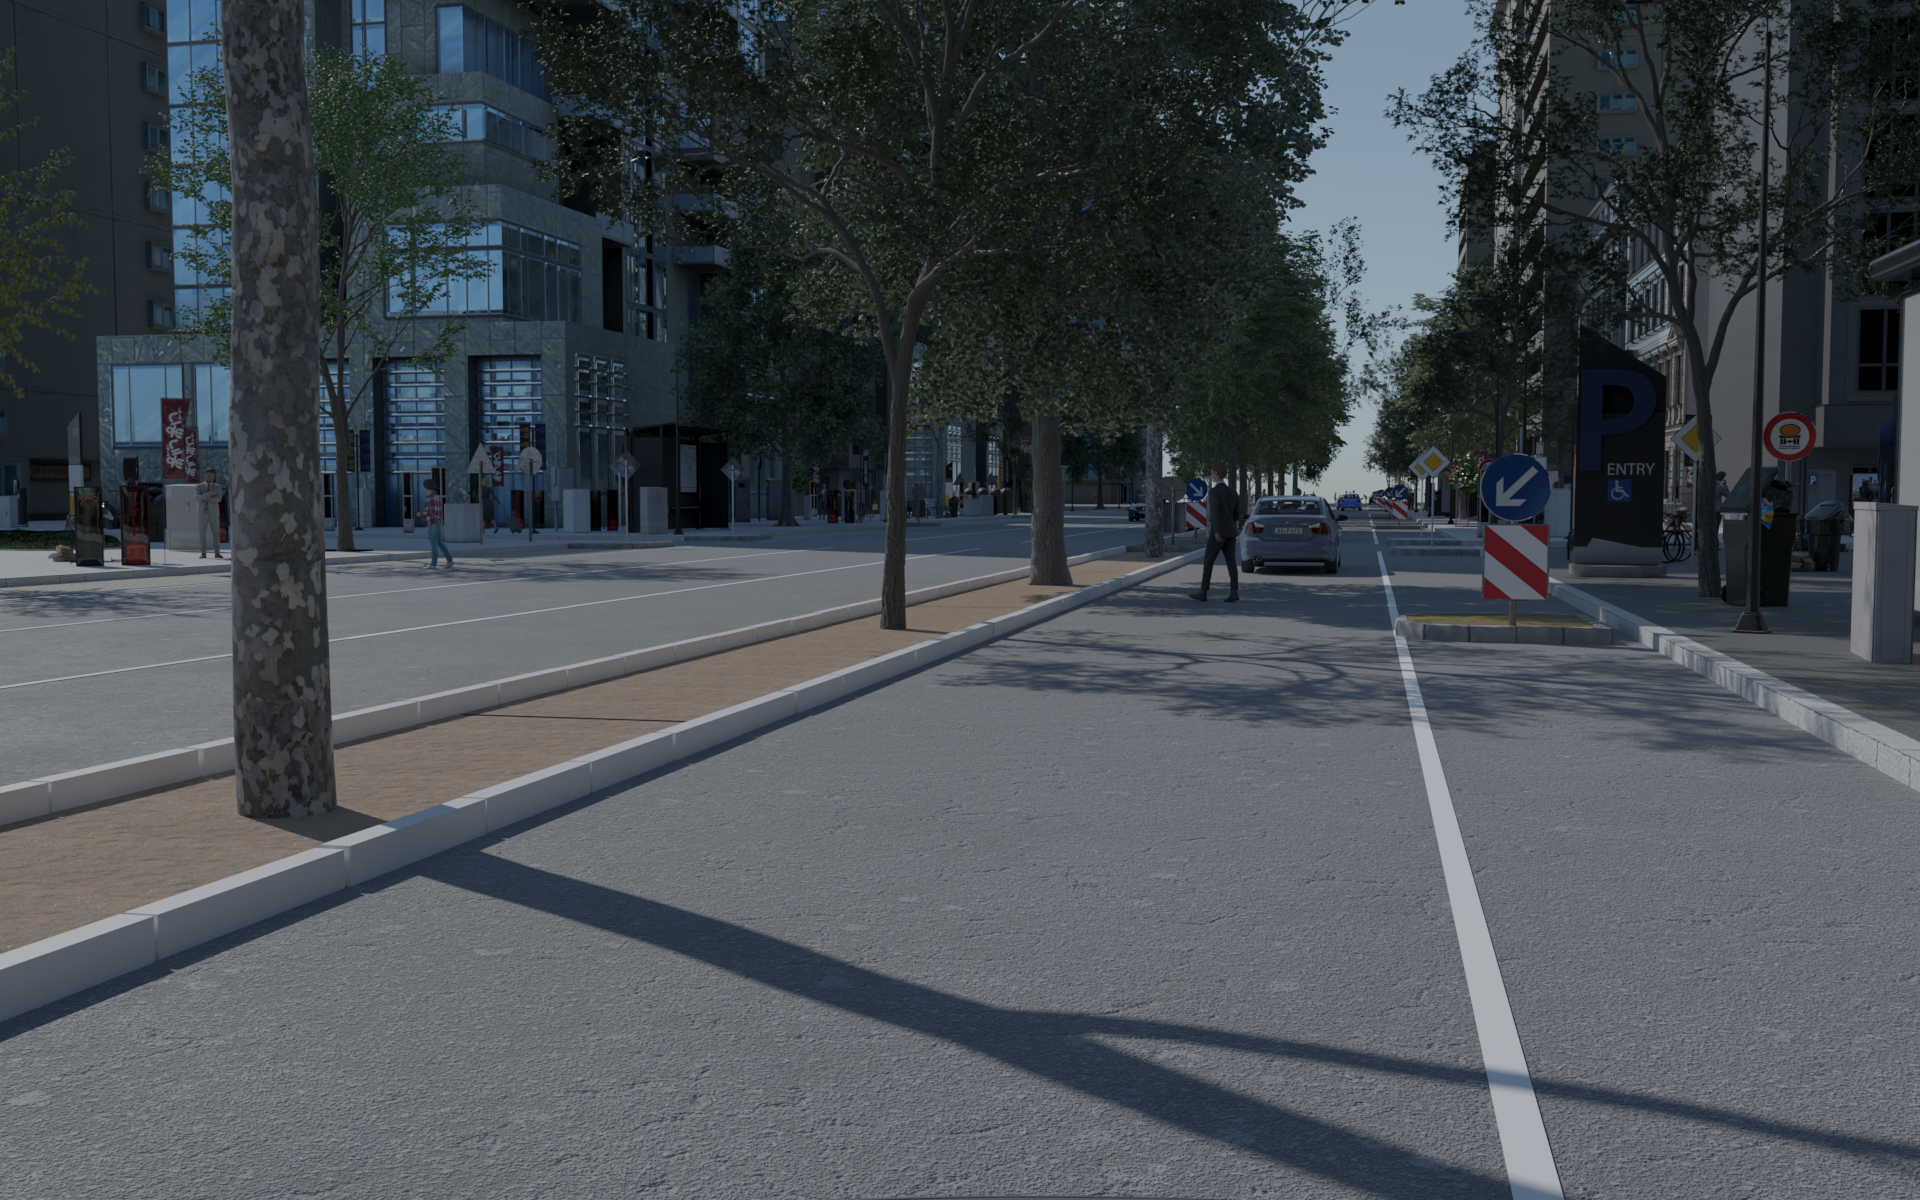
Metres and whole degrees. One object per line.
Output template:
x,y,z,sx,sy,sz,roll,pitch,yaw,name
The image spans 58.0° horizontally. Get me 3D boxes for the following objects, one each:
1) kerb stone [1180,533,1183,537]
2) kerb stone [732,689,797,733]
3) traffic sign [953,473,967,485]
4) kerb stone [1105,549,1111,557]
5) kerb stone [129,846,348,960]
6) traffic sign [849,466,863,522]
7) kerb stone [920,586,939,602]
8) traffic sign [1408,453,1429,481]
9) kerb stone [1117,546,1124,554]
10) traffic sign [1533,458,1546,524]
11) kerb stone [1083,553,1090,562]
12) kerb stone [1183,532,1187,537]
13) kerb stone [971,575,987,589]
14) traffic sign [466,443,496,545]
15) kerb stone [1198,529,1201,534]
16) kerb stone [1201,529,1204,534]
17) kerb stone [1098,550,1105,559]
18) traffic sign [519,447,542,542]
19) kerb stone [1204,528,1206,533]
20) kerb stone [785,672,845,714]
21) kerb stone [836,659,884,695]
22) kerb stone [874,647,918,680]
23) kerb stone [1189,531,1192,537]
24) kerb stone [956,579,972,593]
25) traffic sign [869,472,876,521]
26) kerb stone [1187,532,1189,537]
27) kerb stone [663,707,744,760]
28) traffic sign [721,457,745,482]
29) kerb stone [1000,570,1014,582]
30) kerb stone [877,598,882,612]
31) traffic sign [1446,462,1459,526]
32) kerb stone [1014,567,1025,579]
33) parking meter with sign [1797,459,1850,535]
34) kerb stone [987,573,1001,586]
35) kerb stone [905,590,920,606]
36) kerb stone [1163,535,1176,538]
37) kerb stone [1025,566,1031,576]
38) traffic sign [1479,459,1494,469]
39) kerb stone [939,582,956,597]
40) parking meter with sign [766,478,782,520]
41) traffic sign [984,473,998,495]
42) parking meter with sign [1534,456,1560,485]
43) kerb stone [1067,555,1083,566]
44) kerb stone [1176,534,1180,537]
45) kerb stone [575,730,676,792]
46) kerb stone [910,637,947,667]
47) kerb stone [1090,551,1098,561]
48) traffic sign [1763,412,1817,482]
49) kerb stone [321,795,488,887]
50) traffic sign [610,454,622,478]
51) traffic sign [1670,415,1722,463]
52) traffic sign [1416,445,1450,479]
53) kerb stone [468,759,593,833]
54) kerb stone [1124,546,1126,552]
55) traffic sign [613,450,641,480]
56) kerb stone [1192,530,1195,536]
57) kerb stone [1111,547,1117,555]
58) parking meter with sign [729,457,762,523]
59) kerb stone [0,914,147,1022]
6.853,-1.988,54.701,0.120,0.150,1.000,1,4,13,kerb stone
-1.248,0.702,10.805,0.120,0.150,1.000,1,4,13,kerb stone
-0.006,-6.333,103.555,0.884,2.594,0.081,1,4,16,traffic sign
3.237,-1.041,39.214,0.120,0.150,1.000,1,4,13,kerb stone
-2.408,1.010,5.821,0.120,0.150,1.000,1,4,13,kerb stone
-4.641,-4.809,78.638,0.884,2.594,0.081,1,4,20,traffic sign
-0.499,-0.062,23.209,0.120,0.150,1.000,1,4,13,kerb stone
13.160,-2.879,49.260,0.795,2.593,0.064,1,4,13,traffic sign
3.708,-1.163,41.217,0.120,0.150,1.000,1,4,13,kerb stone
15.889,-2.799,47.898,0.606,2.300,0.079,1,4,22,traffic sign
2.538,-0.847,36.212,0.120,0.150,1.000,1,4,13,kerb stone
7.094,-2.045,55.696,0.120,0.150,1.000,1,4,13,kerb stone
0.204,-0.246,26.212,0.120,0.150,1.000,1,4,13,kerb stone
-12.142,-2.682,43.850,0.884,2.594,0.081,1,4,19,traffic sign
8.242,-2.353,60.684,0.120,0.150,1.000,1,4,13,kerb stone
8.479,-2.409,61.678,0.120,0.150,1.000,1,4,13,kerb stone
3.003,-0.980,38.212,0.120,0.150,1.000,1,4,13,kerb stone
-11.586,-2.847,46.655,0.768,2.556,0.104,1,4,23,traffic sign
8.713,-2.476,62.676,0.120,0.150,1.000,1,4,13,kerb stone
-1.004,0.636,11.798,0.120,0.150,1.000,1,4,13,kerb stone
-0.773,0.575,12.797,0.120,0.150,1.000,1,4,13,kerb stone
-0.541,0.514,13.792,0.120,0.150,1.000,1,4,13,kerb stone
7.551,-2.171,57.691,0.120,0.150,1.000,1,4,13,kerb stone
-0.035,-0.184,25.206,0.120,0.150,1.000,1,4,13,kerb stone
-4.212,-4.841,81.287,0.606,2.300,0.079,1,4,16,traffic sign
7.319,-2.110,56.694,0.120,0.150,1.000,1,4,13,kerb stone
-1.471,0.758,9.807,0.120,0.150,1.000,1,4,13,kerb stone
-7.087,-3.168,53.991,0.795,2.593,0.064,1,4,13,traffic sign
0.674,-0.364,28.215,0.120,0.150,1.000,1,4,13,kerb stone
-0.965,0.060,21.218,0.120,0.150,1.000,1,4,13,kerb stone
20.157,-4.299,70.295,0.884,2.594,0.081,1,4,21,traffic sign
0.905,-0.422,29.211,0.120,0.150,1.000,1,4,13,kerb stone
26.707,-3.506,53.579,1.738,3.016,0.543,-1,4,-11,parking meter with sign
0.436,-0.301,27.217,0.120,0.150,1.000,1,4,13,kerb stone
-0.731,-0.001,22.213,0.120,0.150,1.000,1,4,13,kerb stone
6.385,-1.866,52.702,0.120,0.150,1.000,1,4,13,kerb stone
1.140,-0.488,30.214,0.120,0.150,1.000,1,4,13,kerb stone
19.291,-3.856,63.159,0.768,2.556,0.104,1,4,14,traffic sign
-0.264,-0.122,24.209,0.120,0.150,1.000,1,4,13,kerb stone
-9.050,-5.393,84.435,1.738,3.016,0.543,-2,4,-29,parking meter with sign
1.850,-6.333,103.551,0.884,2.594,0.081,1,4,13,traffic sign
27.278,-5.112,79.834,1.738,3.016,0.543,1,4,20,parking meter with sign
2.308,-0.796,35.203,0.120,0.150,1.000,1,4,13,kerb stone
6.616,-1.923,53.703,0.120,0.150,1.000,1,4,13,kerb stone
-1.711,0.819,8.809,0.120,0.150,1.000,1,4,13,kerb stone
-0.305,0.453,14.797,0.120,0.150,1.000,1,4,13,kerb stone
2.771,-0.918,37.206,0.120,0.150,1.000,1,4,13,kerb stone
12.838,-1.637,26.868,0.768,2.556,0.104,1,4,15,traffic sign
-2.168,0.941,6.815,0.120,0.150,1.000,1,4,13,kerb stone
-11.056,-3.458,56.278,0.795,2.593,0.064,1,4,21,traffic sign
12.194,-1.772,28.703,0.795,2.593,0.064,1,4,15,traffic sign
11.344,-2.403,41.483,0.795,2.593,0.064,1,4,13,traffic sign
-1.941,0.880,7.813,0.120,0.150,1.000,1,4,13,kerb stone
3.947,-1.224,42.217,0.120,0.150,1.000,1,4,13,kerb stone
-8.902,-2.693,46.214,0.795,2.593,0.064,1,4,13,traffic sign
7.785,-2.229,58.691,0.120,0.150,1.000,1,4,13,kerb stone
3.467,-1.100,40.215,0.120,0.150,1.000,1,4,13,kerb stone
-9.874,-5.020,78.342,1.738,3.016,0.543,-1,4,-21,parking meter with sign
-2.635,1.070,4.824,0.120,0.150,1.000,1,4,13,kerb stone
